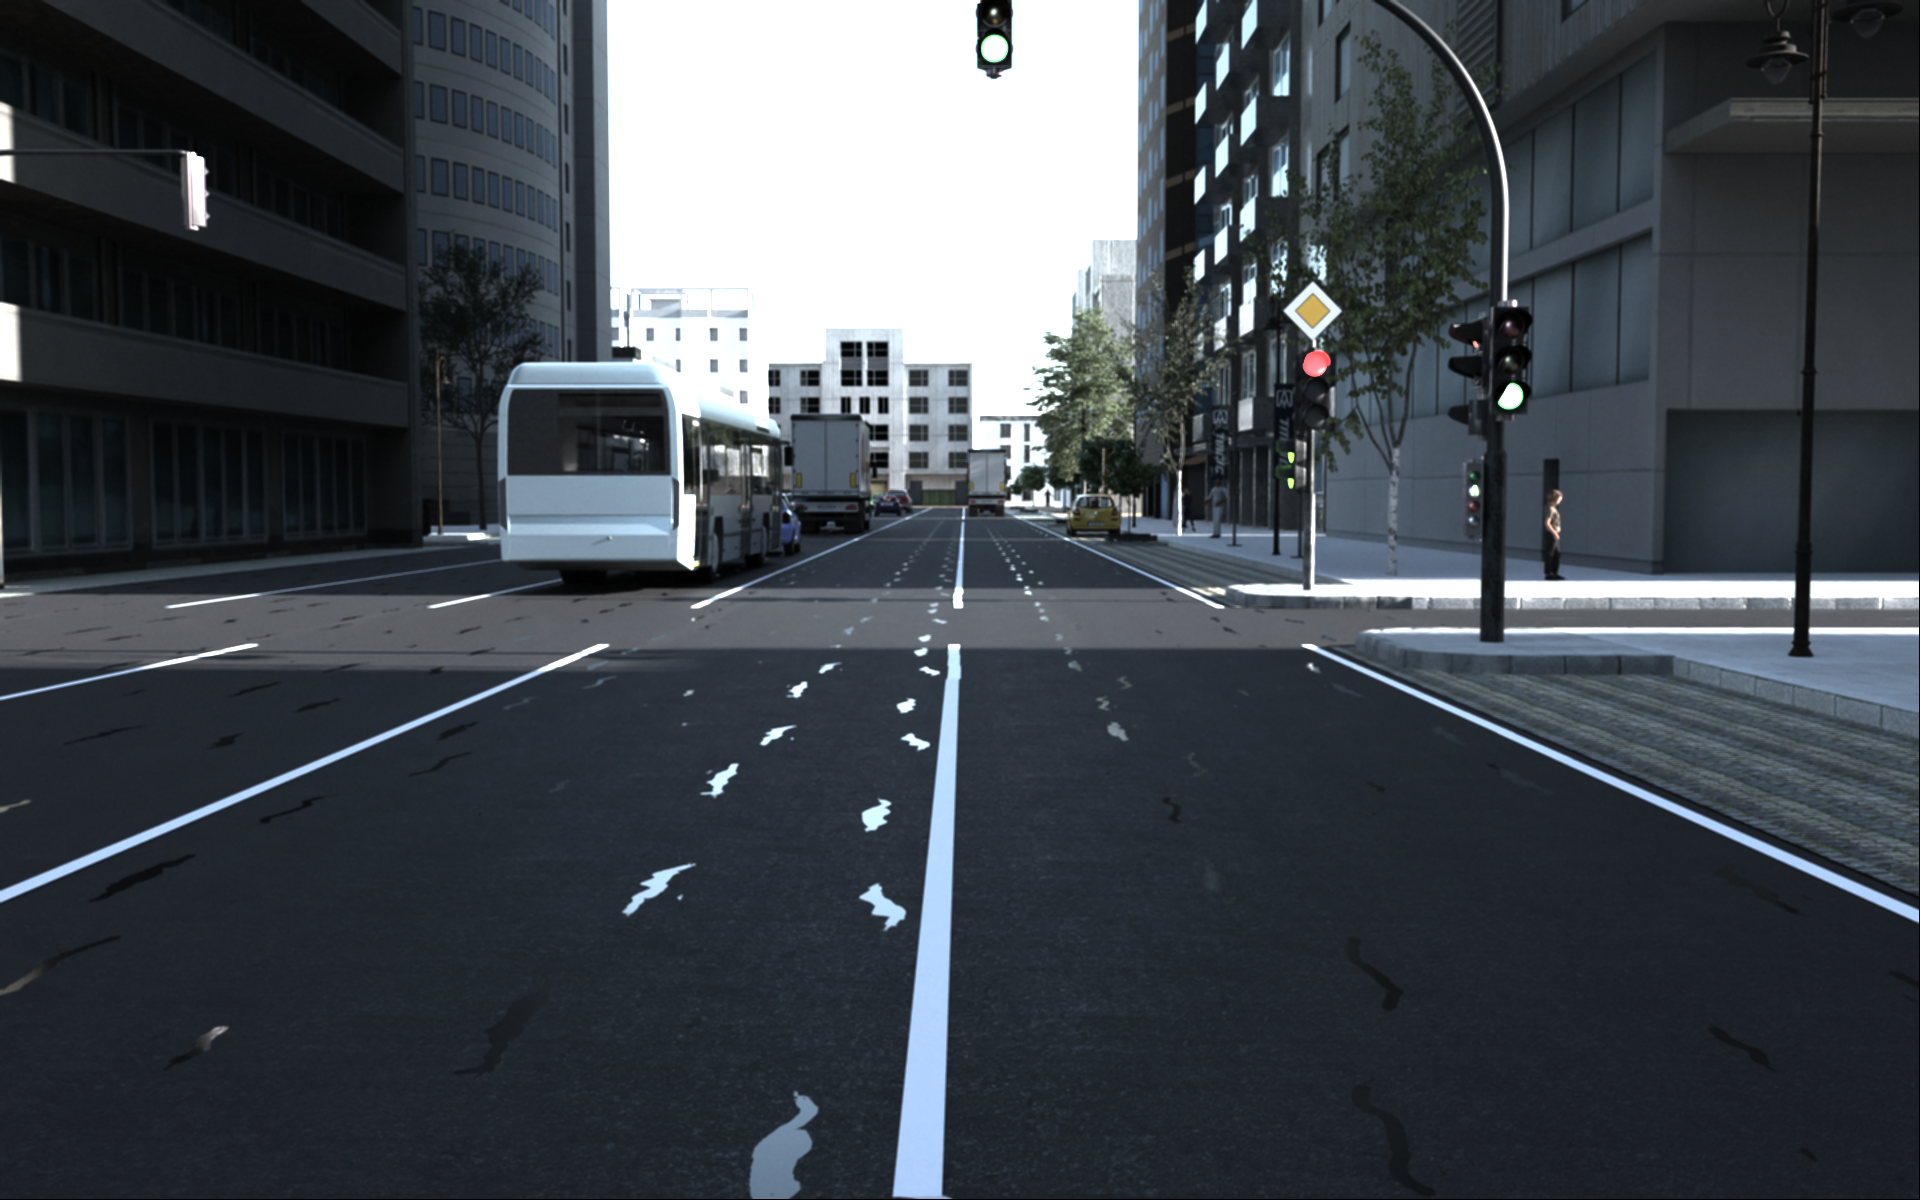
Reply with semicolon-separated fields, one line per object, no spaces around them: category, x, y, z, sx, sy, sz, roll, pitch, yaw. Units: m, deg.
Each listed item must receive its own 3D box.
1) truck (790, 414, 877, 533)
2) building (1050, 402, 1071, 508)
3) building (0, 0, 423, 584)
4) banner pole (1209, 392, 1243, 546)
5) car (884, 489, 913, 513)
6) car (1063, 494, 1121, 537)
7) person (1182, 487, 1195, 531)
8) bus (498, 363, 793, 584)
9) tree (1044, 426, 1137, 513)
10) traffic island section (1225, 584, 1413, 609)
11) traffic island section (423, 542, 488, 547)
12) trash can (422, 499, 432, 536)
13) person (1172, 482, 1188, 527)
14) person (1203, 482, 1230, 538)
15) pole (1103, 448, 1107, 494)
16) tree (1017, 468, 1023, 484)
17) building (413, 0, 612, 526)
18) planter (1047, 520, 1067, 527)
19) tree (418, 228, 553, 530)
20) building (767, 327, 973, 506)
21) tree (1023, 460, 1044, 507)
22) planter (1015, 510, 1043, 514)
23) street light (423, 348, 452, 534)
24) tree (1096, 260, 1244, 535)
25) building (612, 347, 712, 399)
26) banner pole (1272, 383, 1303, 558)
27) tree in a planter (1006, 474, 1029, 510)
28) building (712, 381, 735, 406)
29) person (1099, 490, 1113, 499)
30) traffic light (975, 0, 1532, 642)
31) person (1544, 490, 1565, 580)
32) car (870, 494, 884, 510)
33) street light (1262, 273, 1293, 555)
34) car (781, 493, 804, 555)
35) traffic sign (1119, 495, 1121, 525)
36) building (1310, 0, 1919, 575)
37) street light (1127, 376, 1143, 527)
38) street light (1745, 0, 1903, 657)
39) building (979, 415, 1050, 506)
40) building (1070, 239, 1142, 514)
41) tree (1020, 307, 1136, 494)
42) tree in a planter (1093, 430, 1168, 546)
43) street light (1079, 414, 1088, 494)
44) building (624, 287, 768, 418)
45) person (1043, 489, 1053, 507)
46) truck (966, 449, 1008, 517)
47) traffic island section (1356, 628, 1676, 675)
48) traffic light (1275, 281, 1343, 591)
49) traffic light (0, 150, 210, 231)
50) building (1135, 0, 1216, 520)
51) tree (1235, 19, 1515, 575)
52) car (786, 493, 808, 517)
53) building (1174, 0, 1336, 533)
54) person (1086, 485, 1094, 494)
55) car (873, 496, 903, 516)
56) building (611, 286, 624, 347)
truck;-4.763;-4.731;66.260;2.839;4.237;11.283;0;4;-1
building;13.729;-13.246;158.720;9.099;9.664;28.070;0;4;0
building;-24.965;-25.104;34.154;21.300;48.544;21.600;0;4;0
banner pole;6.565;-3.225;42.748;0.863;3.779;0.401;2;4;26
car;-4.696;-7.496;131.237;2.281;1.827;5.304;0;4;1
car;4.550;-3.008;59.401;2.015;1.641;3.980;0;4;1
person;7.905;-3.135;59.837;0.613;1.512;0.480;3;5;41
bus;-5.095;-2.202;30.870;2.948;3.499;13.247;0;4;1
tree;7.102;-6.137;84.054;4.285;4.588;4.351;0;3;0
traffic island section;4.664;-0.049;23.076;2.009;0.180;2.903;0;4;0
traffic island section;-14.177;-1.531;47.899;1.991;0.108;1.994;0;4;0
trash can;-16.459;-2.518;52.826;0.748;1.137;0.748;0;3;0
person;8.423;-3.653;66.443;0.621;1.740;0.551;2;4;25
person;7.443;-2.707;50.453;0.789;1.805;0.875;-3;5;-41
pole;6.402;-5.059;76.566;0.158;3.312;0.155;0;3;0
tree;7.321;-11.420;170.422;4.285;4.588;4.351;0;3;0
building;-29.723;-32.929;80.381;21.231;58.520;28.212;0;4;0
planter;4.819;-3.341;75.771;1.991;0.319;1.994;0;4;0
tree;-17.463;-7.796;61.884;7.601;10.594;8.767;-3;4;-38
building;-14.312;-19.918;192.110;31.486;18.905;16.747;0;4;0
tree;7.055;-8.224;118.175;4.285;4.588;4.351;0;3;0
planter;4.955;-6.374;125.358;1.991;0.319;1.994;0;4;0
street light;-16.530;-5.023;54.919;0.468;5.910;1.993;0;4;0
tree;6.602;-6.340;54.026;4.360;8.622;3.978;0;3;0
building;-22.968;-10.433;112.725;9.099;9.664;28.070;0;4;0
banner pole;6.614;-2.728;34.625;0.863;3.779;0.401;-1;4;-19
tree in a planter;5.031;-9.480;152.212;1.991;3.239;1.994;0;4;0
building;-22.912;-12.182;141.326;9.099;9.664;28.070;0;4;0
person;8.745;-6.073;105.338;1.348;1.824;0.705;2;4;30
traffic light;2.509;-2.457;14.841;4.771;5.953;1.251;0;4;0
person;8.866;-0.969;25.801;0.340;1.345;0.435;1;4;14
car;-7.369;-9.254;160.093;1.959;1.807;4.718;0;4;1
street light;6.674;-3.889;36.374;0.468;5.910;1.993;0;4;0
car;-4.749;-1.963;41.683;1.945;1.707;3.694;0;4;-2
traffic sign;6.731;-4.440;72.692;0.768;2.556;0.104;0;4;3
building;23.283;-27.383;36.959;27.495;52.752;28.713;0;4;0
street light;6.759;-5.766;67.063;0.468;5.910;1.993;0;4;0
street light;6.656;-2.492;13.532;0.468;5.910;1.993;0;4;0
building;16.079;-15.050;188.216;28.070;9.664;9.099;0;4;0
building;17.553;-16.040;128.705;16.747;18.905;31.486;0;4;0
tree;7.564;-11.406;104.623;7.486;12.596;7.792;0;3;0
tree in a planter;4.744;-3.133;48.454;1.991;3.239;1.994;0;4;0
street light;6.937;-7.643;97.751;0.468;5.910;1.993;0;4;0
building;-24.402;-18.859;164.757;11.380;20.091;16.016;0;4;0
person;8.867;-10.308;174.533;1.348;1.831;0.705;-2;4;-32
truck;1.765;-7.608;113.304;2.839;4.237;11.283;0;4;1
traffic island section;4.641;0.440;15.091;2.009;0.180;2.903;0;4;0
traffic light;4.624;-2.082;22.962;0.839;4.253;0.868;0;4;0
traffic light;-12.445;-2.958;23.030;4.771;5.953;1.251;0;4;0
building;16.852;-26.925;90.332;14.600;45.320;14.200;0;4;0
tree;6.755;-4.710;27.372;4.737;8.622;4.395;0;3;0
car;-8.527;-4.988;90.590;2.155;1.783;4.494;0;4;0
building;21.425;-27.411;67.777;23.786;49.044;30.456;0;4;0
person;8.330;-6.557;112.874;1.348;1.869;0.705;0;4;6
car;-4.694;-6.113;112.531;1.945;1.354;3.894;0;4;-1
building;-35.881;-18.821;164.141;11.380;20.091;16.016;0;4;0
